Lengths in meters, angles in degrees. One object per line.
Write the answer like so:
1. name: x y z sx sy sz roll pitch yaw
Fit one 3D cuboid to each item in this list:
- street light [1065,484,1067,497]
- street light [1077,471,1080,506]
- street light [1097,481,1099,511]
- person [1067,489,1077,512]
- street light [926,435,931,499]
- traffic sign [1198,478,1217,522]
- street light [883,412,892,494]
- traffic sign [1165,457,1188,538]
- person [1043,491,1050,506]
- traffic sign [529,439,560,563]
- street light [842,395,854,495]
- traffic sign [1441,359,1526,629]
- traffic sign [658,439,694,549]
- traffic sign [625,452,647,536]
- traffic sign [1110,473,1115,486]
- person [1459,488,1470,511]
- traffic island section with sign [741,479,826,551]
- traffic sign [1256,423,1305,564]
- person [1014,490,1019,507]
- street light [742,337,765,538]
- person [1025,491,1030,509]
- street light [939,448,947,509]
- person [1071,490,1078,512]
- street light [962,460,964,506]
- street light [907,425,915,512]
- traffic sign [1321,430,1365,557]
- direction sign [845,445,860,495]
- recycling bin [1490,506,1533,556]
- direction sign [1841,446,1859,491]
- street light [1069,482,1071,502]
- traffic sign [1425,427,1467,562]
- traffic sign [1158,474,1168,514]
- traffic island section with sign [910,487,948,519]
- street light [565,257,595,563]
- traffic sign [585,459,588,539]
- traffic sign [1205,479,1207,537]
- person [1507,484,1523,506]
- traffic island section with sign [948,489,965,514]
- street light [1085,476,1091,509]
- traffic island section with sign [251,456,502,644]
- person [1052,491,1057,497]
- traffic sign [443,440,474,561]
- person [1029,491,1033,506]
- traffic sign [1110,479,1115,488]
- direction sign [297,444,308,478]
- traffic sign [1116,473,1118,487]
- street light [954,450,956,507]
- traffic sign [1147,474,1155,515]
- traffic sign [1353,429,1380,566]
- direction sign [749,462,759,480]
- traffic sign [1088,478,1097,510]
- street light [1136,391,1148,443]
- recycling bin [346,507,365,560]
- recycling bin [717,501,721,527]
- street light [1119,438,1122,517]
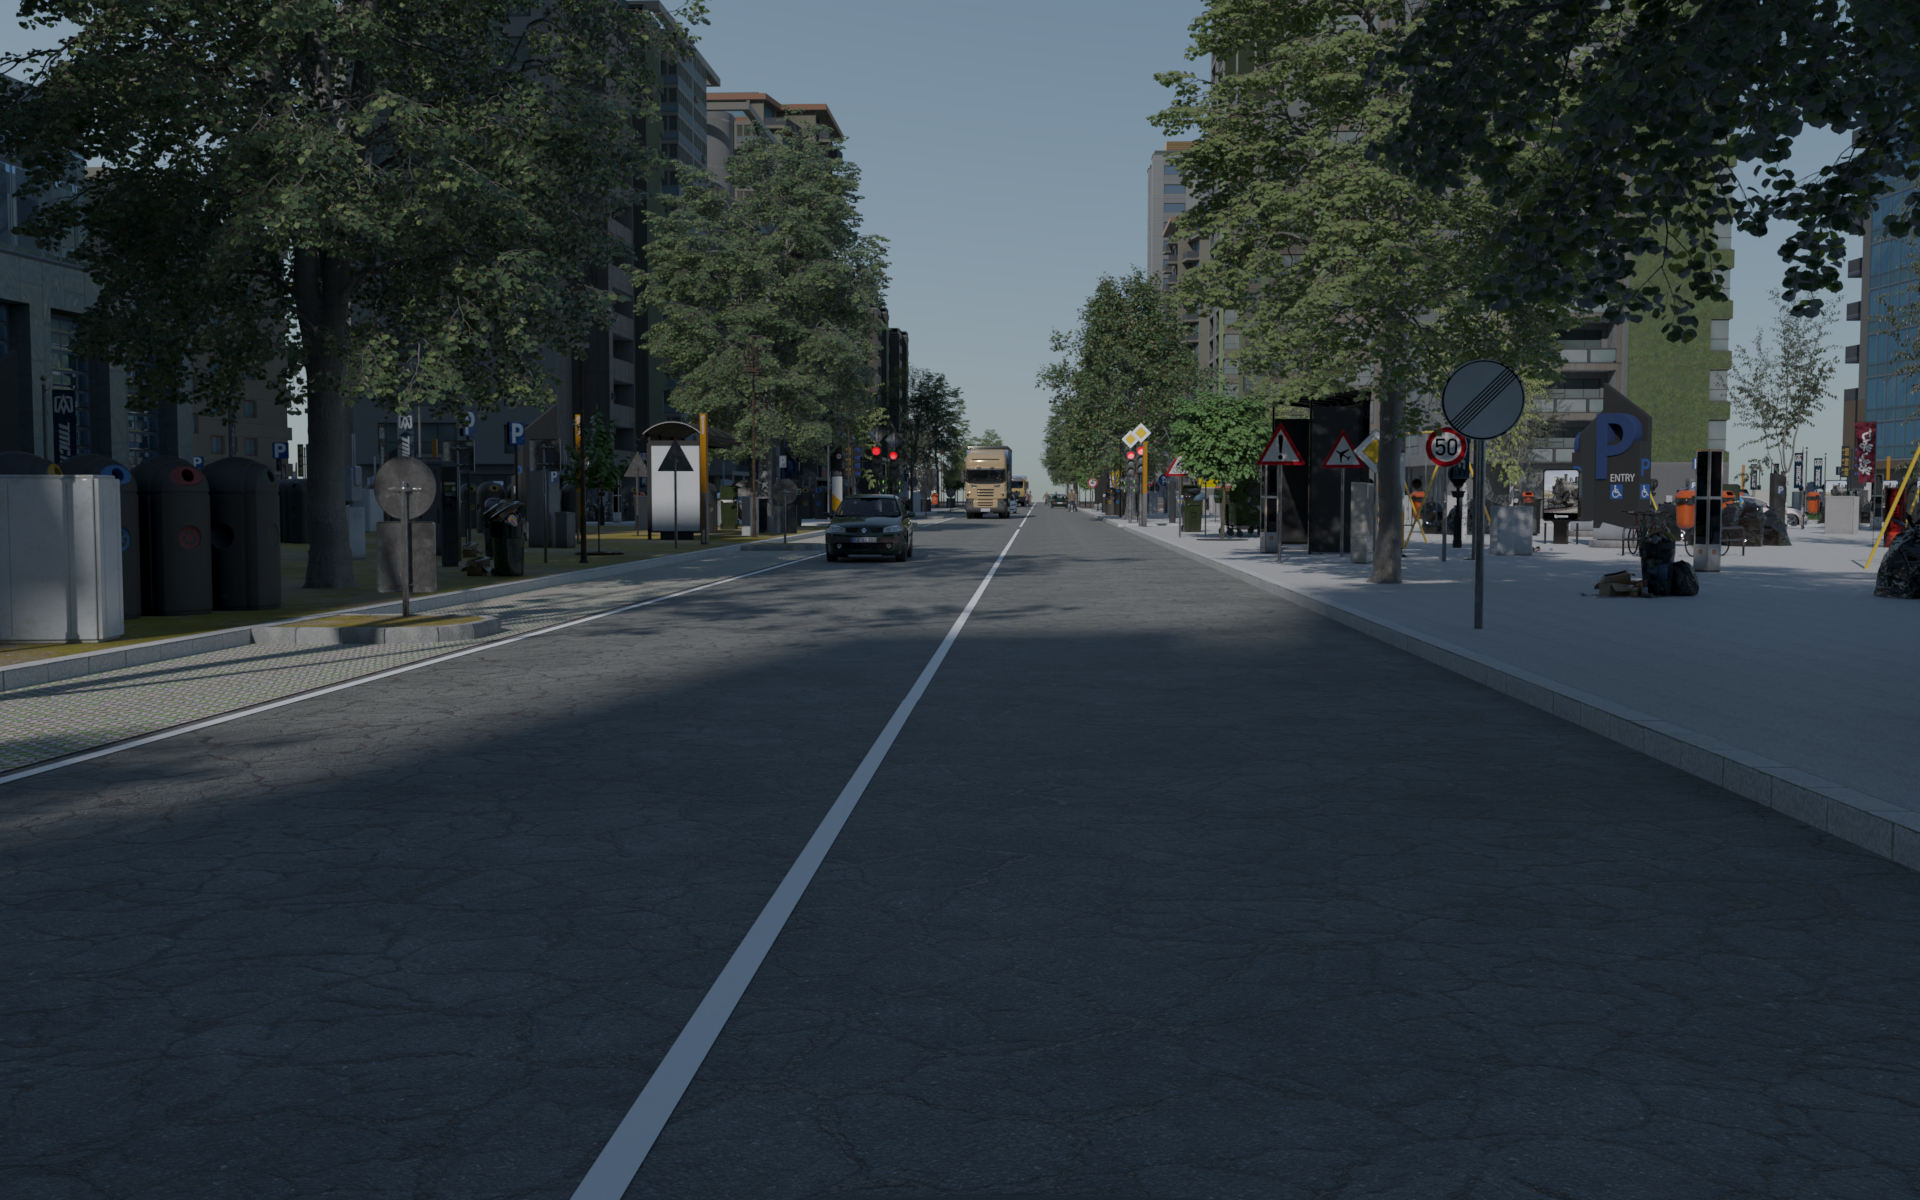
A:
1. street light: 17.930 -19.467 291.080 0.468 5.910 1.993 0 4 3
2. street light: 14.125 -14.410 208.392 0.468 5.910 1.993 0 4 3
3. street light: 10.585 -9.783 132.743 0.468 5.910 1.993 0 4 3
4. person: 9.101 -8.052 140.063 0.836 1.842 0.656 2 4 32
5. street light: -2.315 -9.757 132.310 0.468 5.910 1.993 0 4 3
6. traffic sign: 11.868 -5.153 78.120 2.265 3.308 0.079 1 4 10
7. street light: -4.017 -7.504 95.486 0.468 5.910 1.993 0 4 3
8. traffic sign: 6.492 -3.124 51.079 0.884 2.594 0.081 1 4 11
9. person: 10.474 -12.260 209.500 0.990 1.755 0.434 1 4 19
10. traffic sign: -7.703 -1.836 32.149 0.606 2.300 0.079 1 4 10
11. street light: -4.955 -6.384 77.174 0.468 5.910 1.993 0 4 3
12. traffic sign: 4.941 -0.998 16.429 0.768 2.556 0.104 1 4 12
13. traffic sign: -6.678 -2.487 40.669 0.884 2.594 0.081 1 4 10
14. traffic sign: -9.897 -3.250 53.140 0.884 2.594 0.081 1 4 11
15. traffic sign: 13.413 -9.625 151.249 2.265 3.308 0.079 0 4 3
16. person: 20.993 -3.872 72.234 0.576 1.772 0.534 2 4 29
17. traffic island section with sign: -4.483 -2.183 44.321 1.989 1.847 2.006 0 4 3
18. traffic sign: 5.863 -1.940 31.728 0.884 2.594 0.081 1 4 9
19. person: 6.242 -11.076 189.455 0.599 1.838 0.709 2 4 32
20. street light: -6.075 -4.784 51.012 0.468 5.910 1.993 0 4 3
21. person: 6.685 -9.920 171.226 0.617 1.759 0.750 0 4 -4
22. street light: -1.442 -11.087 154.051 0.468 5.910 1.993 0 4 3
23. person: 9.349 -8.106 141.615 0.643 1.750 0.593 0 4 -1
24. street light: 0.347 -13.333 190.782 0.468 5.910 1.993 0 4 3
25. street light: -3.209 -8.625 113.804 0.468 5.910 1.993 0 4 3
26. traffic sign: 7.804 -2.162 35.355 0.884 2.594 0.081 0 4 5
27. direction sign: -4.959 -5.389 80.105 0.876 3.537 0.379 -3 5 -41
28. recycling bin: 11.589 -1.460 36.417 0.722 1.027 0.722 0 4 3
29. direction sign: 41.718 -5.450 81.097 0.876 3.537 0.379 2 4 30
30. street light: 15.430 -16.107 236.129 0.468 5.910 1.993 0 4 3
31. traffic sign: 9.189 -2.000 32.798 0.768 2.556 0.104 1 4 9
32. traffic sign: 13.082 -6.786 111.060 0.768 2.556 0.104 1 4 10
33. traffic island section with sign: -1.900 -5.548 99.334 1.989 1.847 2.006 0 4 3
34. street light: -7.006 -3.626 32.076 0.468 5.910 1.993 0 4 3
35. traffic sign: -10.746 -3.025 49.560 0.768 2.556 0.104 1 4 12
36. traffic sign: 7.373 -3.108 51.998 0.795 2.450 0.064 1 4 10
37. person: 23.024 -3.887 71.823 0.659 1.850 0.755 1 4 14
38. traffic island section with sign: -0.626 -7.226 126.777 1.989 1.847 2.006 0 4 3
39. street light: 12.417 -12.136 171.213 0.468 5.910 1.993 0 4 3
40. traffic island section with sign: -5.738 -0.536 17.395 1.989 1.847 2.006 0 4 3
41. person: 12.653 -13.442 228.351 1.350 1.814 0.705 0 4 -8
42. traffic sign: -9.538 -1.887 32.977 0.606 2.300 0.079 0 4 5
43. person: 8.741 -12.622 214.863 0.705 1.824 1.348 -1 4 -18
44. traffic sign: 12.909 -9.094 148.694 0.884 2.594 0.081 0 4 5
45. direction sign: -29.584 -5.276 78.266 0.876 3.537 0.379 2 4 27
46. traffic sign: 14.034 -9.209 144.444 2.265 3.308 0.079 0 4 4
47. street light: -0.502 -12.213 172.466 0.468 5.910 1.993 0 4 3
48. traffic sign: 11.787 -6.592 107.893 0.768 2.556 0.104 0 4 6
49. traffic sign: 7.366 -1.808 30.754 0.795 2.450 0.064 0 4 5
50. direction sign: -14.376 -7.923 121.543 0.876 3.537 0.379 -2 4 -30
51. traffic sign: 10.451 -8.352 136.666 0.768 2.556 0.104 1 4 11
52. street light: 8.051 -6.360 76.780 0.468 5.910 1.993 0 4 3
53. recycling bin: -12.190 -1.315 34.048 0.722 1.027 0.722 3 5 44
54. recycling bin: -9.132 -3.377 67.774 0.722 1.027 0.722 0 3 0
55. street light: 8.881 -7.522 95.771 0.468 5.910 1.993 0 4 3
